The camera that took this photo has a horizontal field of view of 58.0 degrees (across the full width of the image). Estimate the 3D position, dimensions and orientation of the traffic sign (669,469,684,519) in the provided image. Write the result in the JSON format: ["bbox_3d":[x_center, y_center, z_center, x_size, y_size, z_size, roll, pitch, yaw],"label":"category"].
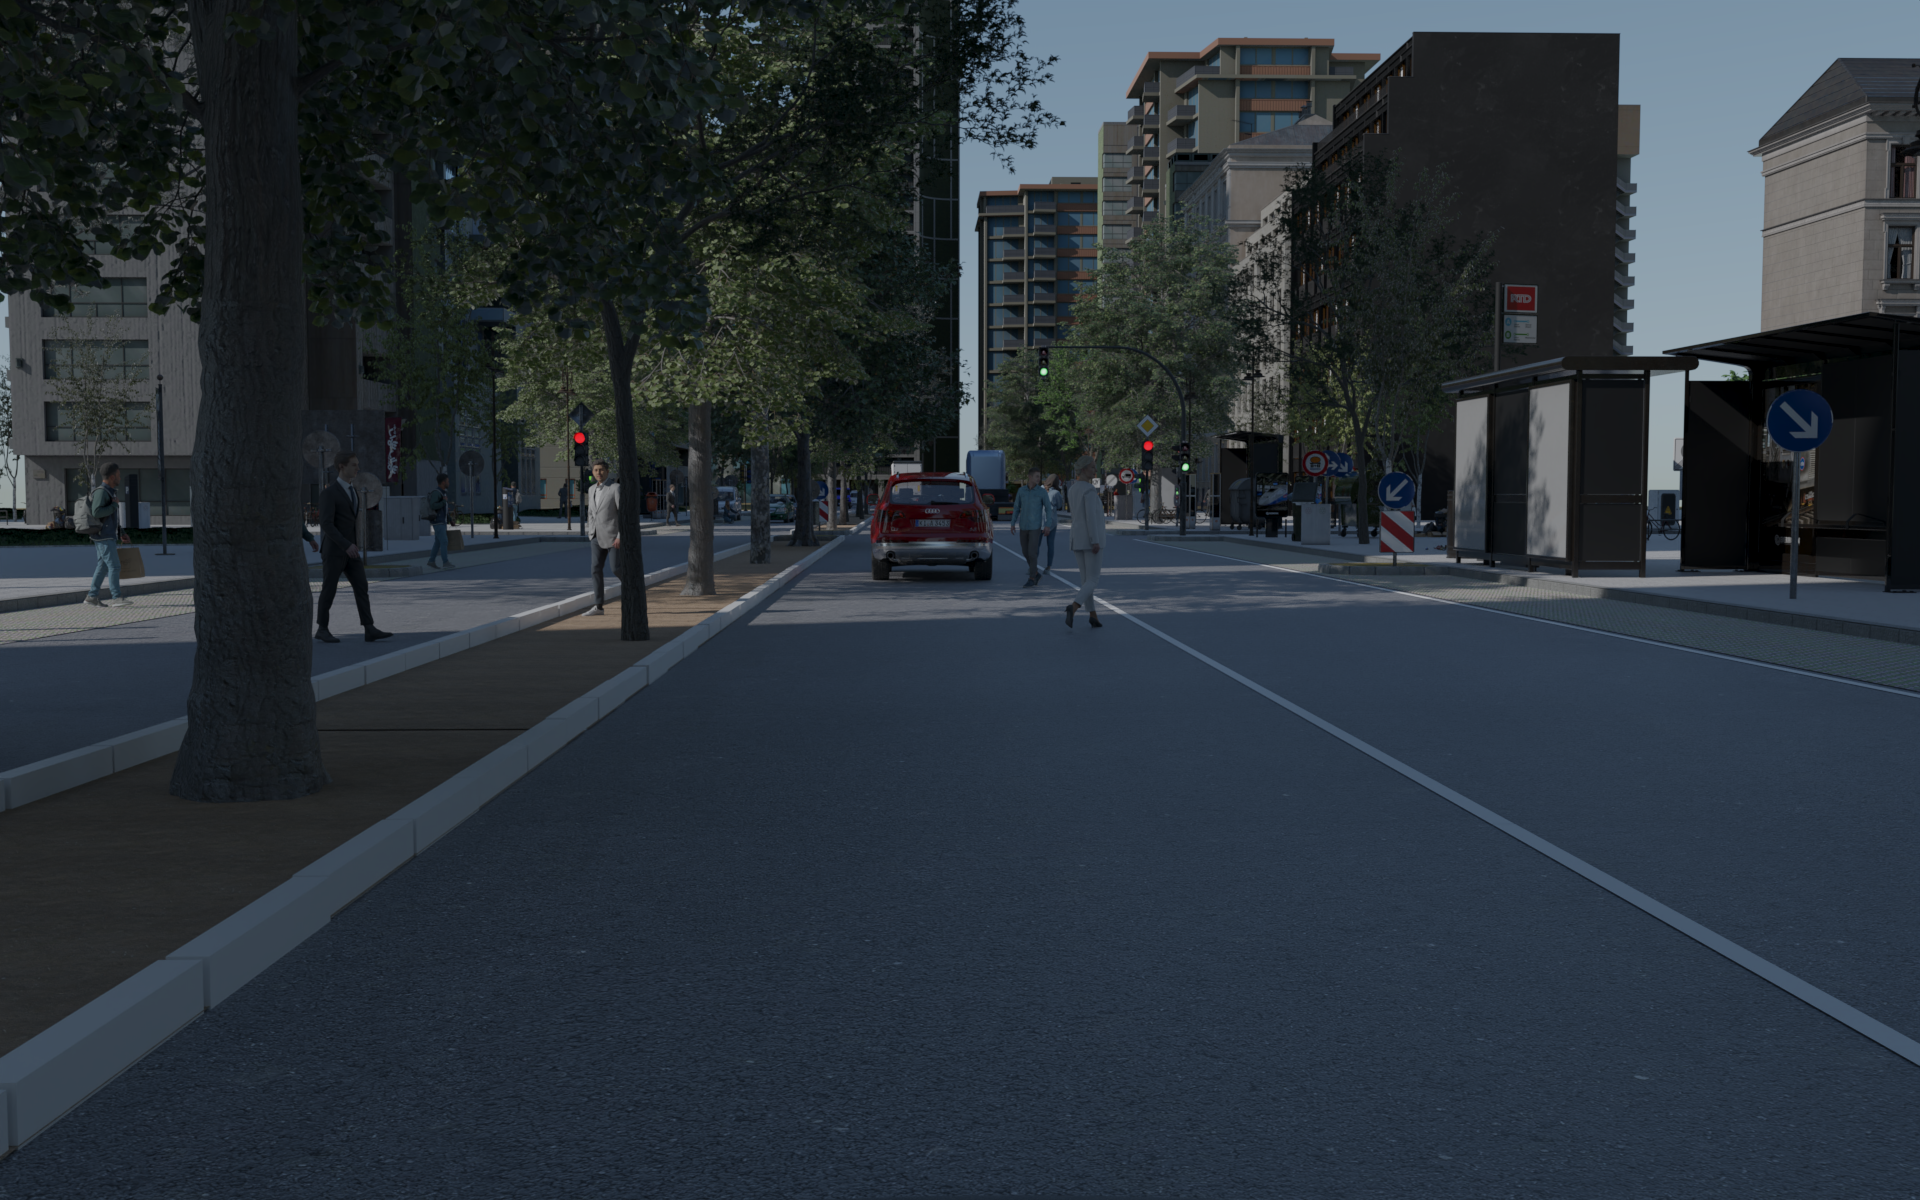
[{"bbox_3d":[-14.585,-5.445,89.129,0.768,2.556,0.104,0,4,8],"label":"traffic sign"}]

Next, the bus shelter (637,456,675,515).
[{"bbox_3d":[-17.740,-7.334,97.544,2.179,5.291,8.768,0,4,-2],"label":"bus shelter"}]

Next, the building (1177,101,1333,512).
[{"bbox_3d":[24.053,-20.859,126.943,13.634,28.700,20.117,0,4,-2],"label":"building"}]

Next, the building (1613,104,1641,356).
[{"bbox_3d":[66.242,-33.356,195.481,14.200,45.320,14.600,0,4,-2],"label":"building"}]

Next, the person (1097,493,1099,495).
[{"bbox_3d":[14.755,-10.668,181.190,1.217,1.735,0.721,-2,4,-32],"label":"person"}]

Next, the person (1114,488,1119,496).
[{"bbox_3d":[15.246,-9.950,168.670,0.705,1.831,1.348,3,4,38],"label":"person"}]

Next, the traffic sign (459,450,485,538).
[{"bbox_3d":[-14.177,-3.069,50.277,0.768,2.556,0.104,0,4,5],"label":"traffic sign"}]

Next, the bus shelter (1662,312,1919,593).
[{"bbox_3d":[12.472,-2.091,25.476,1.731,3.624,6.357,0,4,-2],"label":"bus shelter"}]

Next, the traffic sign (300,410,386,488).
[{"bbox_3d":[-15.014,-2.940,41.936,2.265,3.308,0.079,0,4,4],"label":"traffic sign"}]

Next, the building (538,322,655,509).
[{"bbox_3d":[-42.209,-18.649,149.955,27.650,21.520,28.899,0,4,-2],"label":"building"}]

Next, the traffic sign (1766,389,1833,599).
[{"bbox_3d":[10.198,-1.285,21.123,0.768,2.556,0.104,0,4,8],"label":"traffic sign"}]

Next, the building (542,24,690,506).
[{"bbox_3d":[-39.001,-33.699,174.677,21.300,48.544,21.600,0,4,-2],"label":"building"}]

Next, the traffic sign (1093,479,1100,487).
[{"bbox_3d":[8.868,-6.814,113.531,0.606,2.300,0.079,0,4,-1],"label":"traffic sign"}]

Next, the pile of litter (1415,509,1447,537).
[{"bbox_3d":[14.341,-2.299,51.557,1.719,0.858,1.176,3,5,41],"label":"pile of litter"}]

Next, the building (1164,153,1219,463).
[{"bbox_3d":[24.398,-23.115,149.630,14.160,30.474,14.107,0,4,-2],"label":"building"}]

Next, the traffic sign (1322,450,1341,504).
[{"bbox_3d":[10.654,-3.070,50.293,0.768,2.556,0.104,0,3,0],"label":"traffic sign"}]

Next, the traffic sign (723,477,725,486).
[{"bbox_3d":[-18.017,-8.018,131.196,0.768,2.556,0.104,0,4,4],"label":"traffic sign"}]

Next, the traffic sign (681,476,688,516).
[{"bbox_3d":[-15.844,-6.000,100.237,0.606,2.300,0.079,0,4,5],"label":"traffic sign"}]

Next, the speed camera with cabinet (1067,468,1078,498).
[{"bbox_3d":[9.474,-8.645,135.676,2.038,3.252,0.660,3,5,39],"label":"speed camera with cabinet"}]

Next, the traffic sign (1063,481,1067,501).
[{"bbox_3d":[8.339,-8.390,137.172,0.884,2.594,0.081,0,4,-1],"label":"traffic sign"}]

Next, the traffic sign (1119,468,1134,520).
[{"bbox_3d":[8.126,-5.160,84.464,0.768,2.556,0.104,0,4,5],"label":"traffic sign"}]

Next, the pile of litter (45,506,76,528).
[{"bbox_3d":[-32.655,-2.992,62.890,1.719,0.858,1.176,0,4,4],"label":"pile of litter"}]

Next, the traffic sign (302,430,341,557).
[{"bbox_3d":[-12.756,-2.109,34.592,0.768,2.556,0.104,0,4,-1],"label":"traffic sign"}]

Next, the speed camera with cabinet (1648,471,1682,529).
[{"bbox_3d":[26.508,-4.266,64.084,2.038,3.252,0.660,-1,4,-17],"label":"speed camera with cabinet"}]

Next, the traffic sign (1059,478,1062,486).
[{"bbox_3d":[7.674,-8.309,135.958,0.768,2.556,0.104,0,4,5],"label":"traffic sign"}]

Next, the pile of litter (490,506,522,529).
[{"bbox_3d":[-16.601,-3.036,63.605,1.176,0.858,1.719,2,4,24],"label":"pile of litter"}]

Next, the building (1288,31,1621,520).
[{"bbox_3d":[25.306,-16.017,91.552,12.332,23.373,15.834,0,4,-2],"label":"building"}]

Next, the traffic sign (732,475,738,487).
[{"bbox_3d":[-15.246,-7.096,116.118,0.768,2.556,0.104,0,4,7],"label":"traffic sign"}]

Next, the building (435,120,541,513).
[{"bbox_3d":[-38.712,-48.501,105.671,22.319,86.520,31.000,0,4,-2],"label":"building"}]

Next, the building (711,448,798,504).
[{"bbox_3d":[-35.884,-38.020,241.229,30.456,49.044,23.786,0,4,-2],"label":"building"}]

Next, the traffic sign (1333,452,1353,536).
[{"bbox_3d":[11.657,-3.243,53.122,0.768,2.556,0.104,0,4,5],"label":"traffic sign"}]

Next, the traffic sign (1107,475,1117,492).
[{"bbox_3d":[9.944,-6.955,113.815,0.768,2.556,0.104,0,4,4],"label":"traffic sign"}]

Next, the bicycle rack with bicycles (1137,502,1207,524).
[{"bbox_3d":[9.026,-3.722,74.239,2.925,0.926,2.852,1,4,12],"label":"bicycle rack with bicycles"}]

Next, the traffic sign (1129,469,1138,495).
[{"bbox_3d":[8.568,-5.301,86.780,0.768,2.556,0.104,0,3,0],"label":"traffic sign"}]

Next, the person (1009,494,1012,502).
[{"bbox_3d":[5.908,-12.061,206.479,0.697,1.427,0.421,2,4,32],"label":"person"}]

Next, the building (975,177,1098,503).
[{"bbox_3d":[15.103,-35.911,241.763,28.867,44.769,22.147,0,4,-2],"label":"building"}]

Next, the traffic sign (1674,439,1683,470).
[{"bbox_3d":[13.222,-1.791,31.420,0.606,2.300,0.079,0,4,2],"label":"traffic sign"}]

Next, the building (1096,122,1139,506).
[{"bbox_3d":[22.146,-31.190,193.545,14.154,41.232,14.086,0,4,-2],"label":"building"}]

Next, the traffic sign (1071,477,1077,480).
[{"bbox_3d":[8.503,-8.014,131.131,0.768,2.556,0.104,0,4,6],"label":"traffic sign"}]

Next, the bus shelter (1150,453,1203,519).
[{"bbox_3d":[10.524,-5.603,85.533,2.014,3.302,5.546,0,4,-2],"label":"bus shelter"}]

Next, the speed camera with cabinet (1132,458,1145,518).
[{"bbox_3d":[9.588,-6.038,93.052,0.660,3.252,2.038,0,4,1],"label":"speed camera with cabinet"}]

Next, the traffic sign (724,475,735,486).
[{"bbox_3d":[-15.272,-7.018,114.852,0.768,2.556,0.104,0,4,6],"label":"traffic sign"}]

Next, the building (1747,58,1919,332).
[{"bbox_3d":[39.557,-13.894,78.075,40.483,20.767,10.553,0,4,-2],"label":"building"}]

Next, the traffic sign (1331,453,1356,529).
[{"bbox_3d":[12.123,-3.336,54.547,0.884,2.594,0.081,0,4,2],"label":"traffic sign"}]

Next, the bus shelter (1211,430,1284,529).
[{"bbox_3d":[11.069,-4.628,66.945,1.731,3.624,6.357,0,4,-2],"label":"bus shelter"}]

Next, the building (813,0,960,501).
[{"bbox_3d":[-10.299,-48.990,239.235,20.611,71.187,20.563,0,4,-2],"label":"building"}]

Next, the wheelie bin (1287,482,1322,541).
[{"bbox_3d":[9.347,-2.389,46.971,0.980,1.594,0.693,2,4,24],"label":"wheelie bin"}]

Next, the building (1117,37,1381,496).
[{"bbox_3d":[28.091,-31.613,171.494,22.147,44.769,28.867,0,4,-2],"label":"building"}]

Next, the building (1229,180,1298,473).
[{"bbox_3d":[23.627,-15.522,108.535,10.420,20.320,16.860,0,4,-2],"label":"building"}]

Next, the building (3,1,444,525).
[{"bbox_3d":[-32.097,-18.677,77.071,14.160,30.474,14.107,0,4,-2],"label":"building"}]

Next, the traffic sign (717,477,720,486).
[{"bbox_3d":[-18.054,-7.935,129.747,0.884,2.594,0.081,0,4,0],"label":"traffic sign"}]

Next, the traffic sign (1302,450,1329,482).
[{"bbox_3d":[10.249,-3.054,50.036,0.768,2.556,0.104,0,4,5],"label":"traffic sign"}]

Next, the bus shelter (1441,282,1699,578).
[{"bbox_3d":[10.047,-3.239,30.594,2.179,5.291,8.768,0,4,-2],"label":"bus shelter"}]
